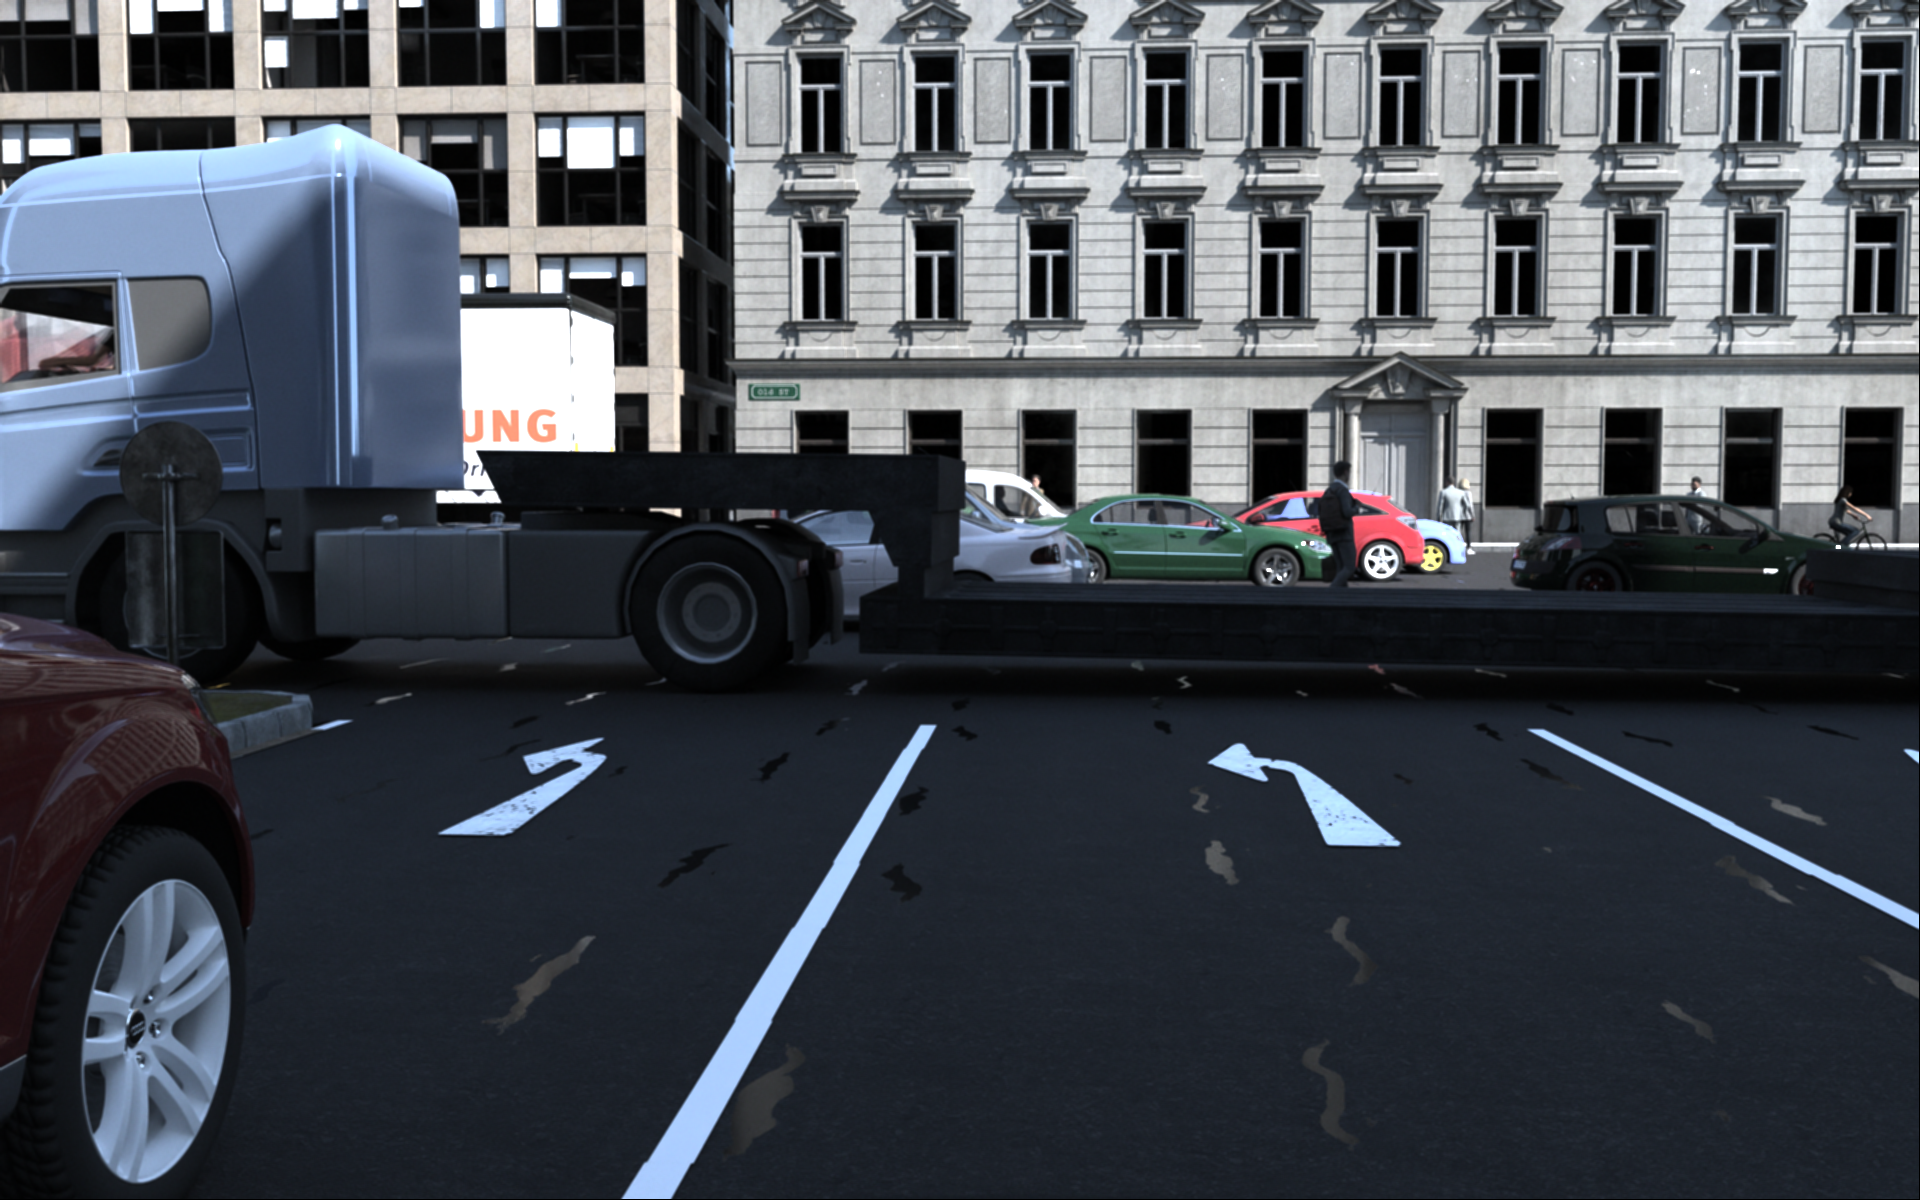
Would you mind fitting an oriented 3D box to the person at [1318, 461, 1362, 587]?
[{"bbox_3d":[4.555,-0.758,20.855,0.822,1.834,0.622,-2,4,-28],"label":"person"}]

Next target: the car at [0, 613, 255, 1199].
[{"bbox_3d":[-2.617,0.423,1.764,2.281,1.827,5.304,0,4,2],"label":"car"}]

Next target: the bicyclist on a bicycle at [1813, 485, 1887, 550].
[{"bbox_3d":[18.193,-1.558,35.495,1.625,1.676,1.499,0,4,3],"label":"bicyclist on a bicycle"}]

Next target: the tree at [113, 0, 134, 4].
[{"bbox_3d":[-5.231,-3.296,6.702,4.360,8.622,3.978,0,3,0],"label":"tree"}]

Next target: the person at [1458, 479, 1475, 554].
[{"bbox_3d":[11.950,-2.000,41.391,0.728,1.800,0.709,-2,4,-32],"label":"person"}]

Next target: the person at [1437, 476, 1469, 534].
[{"bbox_3d":[10.211,-1.673,35.951,0.635,1.810,0.391,-1,4,-14],"label":"person"}]

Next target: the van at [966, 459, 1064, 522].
[{"bbox_3d":[0.786,-1.372,29.442,4.112,2.044,2.013,0,4,4],"label":"van"}]

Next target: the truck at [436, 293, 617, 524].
[{"bbox_3d":[-10.922,-2.248,25.673,11.283,4.237,2.839,0,4,4],"label":"truck"}]

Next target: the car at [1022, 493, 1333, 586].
[{"bbox_3d":[3.248,-0.879,26.163,4.920,1.459,2.131,0,4,5],"label":"car"}]

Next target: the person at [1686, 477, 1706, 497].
[{"bbox_3d":[15.560,-1.720,36.805,0.466,1.800,0.511,-3,4,-36],"label":"person"}]

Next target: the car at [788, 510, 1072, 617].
[{"bbox_3d":[-1.205,-0.392,18.778,4.827,1.381,2.083,0,4,4],"label":"car"}]

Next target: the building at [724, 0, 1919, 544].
[{"bbox_3d":[15.894,-16.852,51.952,44.131,29.872,17.030,0,4,3],"label":"building"}]

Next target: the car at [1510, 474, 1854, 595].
[{"bbox_3d":[8.987,-0.709,21.375,4.222,1.686,2.009,0,4,3],"label":"car"}]

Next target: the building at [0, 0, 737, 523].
[{"bbox_3d":[-23.977,-15.383,56.029,34.151,26.468,19.350,0,4,3],"label":"building"}]

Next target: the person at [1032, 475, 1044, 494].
[{"bbox_3d":[1.513,-1.736,36.800,0.836,1.842,0.656,1,4,22],"label":"person"}]

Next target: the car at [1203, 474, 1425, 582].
[{"bbox_3d":[5.490,-1.228,29.121,4.494,1.783,2.155,0,4,5],"label":"car"}]

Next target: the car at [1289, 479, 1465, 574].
[{"bbox_3d":[7.330,-1.351,31.684,3.694,1.707,1.945,0,4,3],"label":"car"}]

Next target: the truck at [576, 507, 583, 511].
[{"bbox_3d":[-10.215,-2.881,36.011,2.839,4.237,11.283,0,4,4],"label":"truck"}]

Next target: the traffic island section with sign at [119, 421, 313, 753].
[{"bbox_3d":[-4.970,-0.129,10.252,2.006,1.907,1.989,0,4,3],"label":"traffic island section with sign"}]

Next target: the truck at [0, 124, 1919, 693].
[{"bbox_3d":[1.370,-1.433,13.189,18.799,4.110,2.967,0,4,5],"label":"truck"}]

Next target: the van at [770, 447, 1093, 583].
[{"bbox_3d":[-0.371,-0.920,22.057,4.112,2.044,2.013,0,4,3],"label":"van"}]
